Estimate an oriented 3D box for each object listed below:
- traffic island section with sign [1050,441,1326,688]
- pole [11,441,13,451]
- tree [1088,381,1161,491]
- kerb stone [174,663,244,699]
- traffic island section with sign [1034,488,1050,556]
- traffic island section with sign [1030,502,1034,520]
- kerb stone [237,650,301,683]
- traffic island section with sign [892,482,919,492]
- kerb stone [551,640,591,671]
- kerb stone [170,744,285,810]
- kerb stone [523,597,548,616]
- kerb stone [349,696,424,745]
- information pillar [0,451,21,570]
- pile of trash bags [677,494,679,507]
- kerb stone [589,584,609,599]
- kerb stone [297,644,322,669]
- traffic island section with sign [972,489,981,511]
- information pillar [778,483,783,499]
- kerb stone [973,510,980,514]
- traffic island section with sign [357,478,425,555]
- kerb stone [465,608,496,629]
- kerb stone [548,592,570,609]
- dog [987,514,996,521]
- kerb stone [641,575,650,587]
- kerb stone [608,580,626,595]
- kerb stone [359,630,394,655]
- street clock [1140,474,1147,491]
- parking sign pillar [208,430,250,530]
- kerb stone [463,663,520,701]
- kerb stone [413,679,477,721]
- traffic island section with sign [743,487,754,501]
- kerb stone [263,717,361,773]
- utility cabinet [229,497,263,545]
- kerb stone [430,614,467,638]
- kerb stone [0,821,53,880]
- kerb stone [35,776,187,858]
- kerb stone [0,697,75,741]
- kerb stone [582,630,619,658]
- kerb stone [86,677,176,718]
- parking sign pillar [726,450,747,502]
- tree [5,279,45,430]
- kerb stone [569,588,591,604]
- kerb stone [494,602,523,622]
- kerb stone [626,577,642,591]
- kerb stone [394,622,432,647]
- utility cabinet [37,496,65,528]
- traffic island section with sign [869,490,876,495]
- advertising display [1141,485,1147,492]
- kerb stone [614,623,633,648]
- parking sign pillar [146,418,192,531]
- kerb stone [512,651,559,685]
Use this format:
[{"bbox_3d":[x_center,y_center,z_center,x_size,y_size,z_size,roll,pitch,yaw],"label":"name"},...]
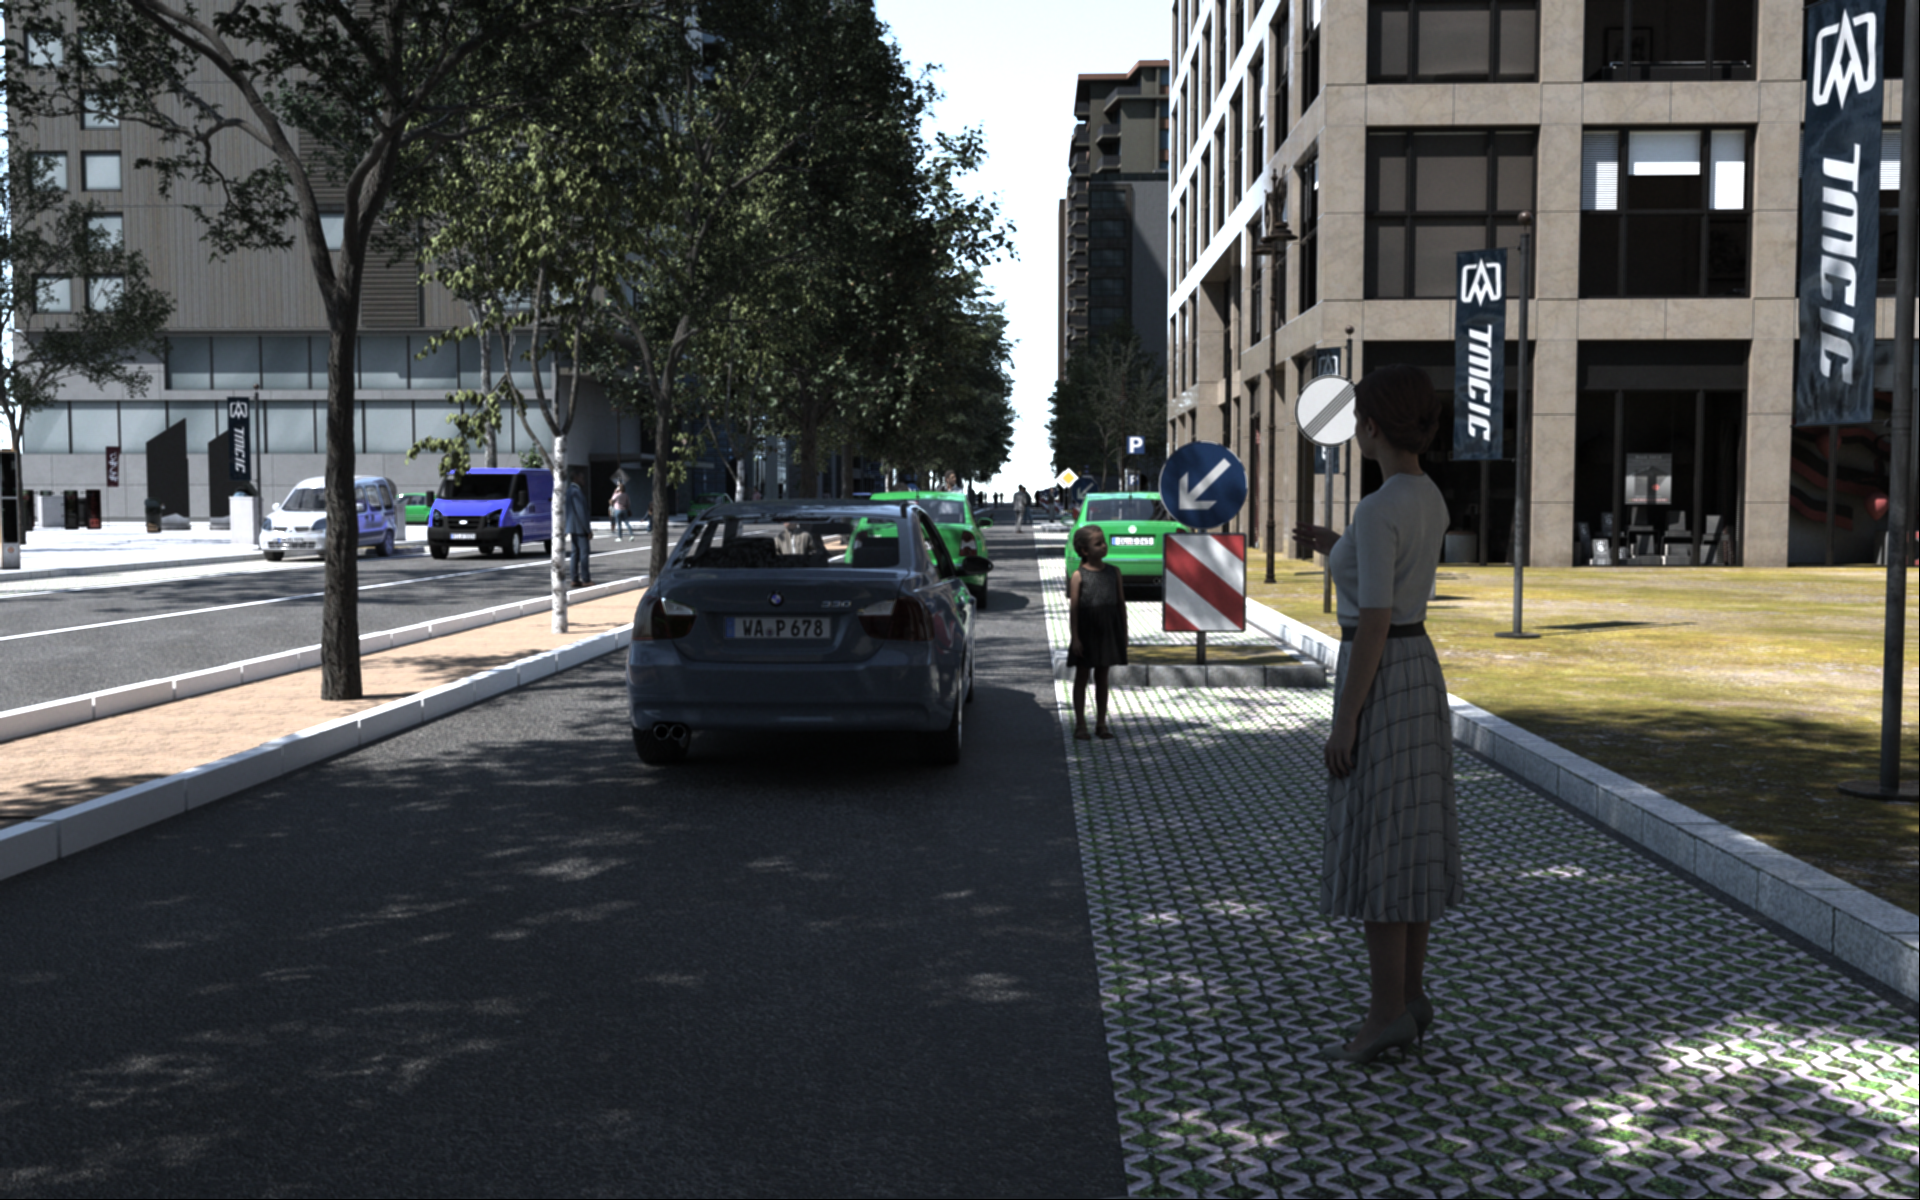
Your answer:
[{"bbox_3d":[1.741,-0.311,13.713,1.989,1.847,2.006,0,4,2],"label":"traffic island section with sign"},{"bbox_3d":[-32.806,-4.058,60.191,0.158,3.312,0.155,0,3,0],"label":"pole"},{"bbox_3d":[10.706,-9.737,109.564,4.737,8.622,4.395,0,3,0],"label":"tree"},{"bbox_3d":[-5.475,0.599,12.505,0.120,0.150,1.000,0,4,2],"label":"kerb stone"},{"bbox_3d":[2.819,-1.970,40.844,1.989,1.847,2.006,0,4,2],"label":"traffic island section with sign"},{"bbox_3d":[4.996,-5.320,95.617,1.989,1.847,2.006,0,4,2],"label":"traffic island section with sign"},{"bbox_3d":[-5.436,0.532,13.529,0.120,0.150,1.000,0,4,2],"label":"kerb stone"},{"bbox_3d":[-2.017,-3.992,73.411,2.006,1.907,1.989,0,4,2],"label":"traffic island section with sign"},{"bbox_3d":[-3.293,0.474,14.489,0.120,0.150,1.000,0,4,2],"label":"kerb stone"},{"bbox_3d":[-3.539,0.853,8.345,0.120,0.150,1.000,0,4,2],"label":"kerb stone"},{"bbox_3d":[-5.150,0.093,20.704,0.120,0.150,1.000,0,4,2],"label":"kerb stone"},{"bbox_3d":[-3.464,0.727,10.388,0.120,0.150,1.000,0,4,2],"label":"kerb stone"},{"bbox_3d":[-16.193,-1.524,29.406,0.304,2.012,0.304,3,5,42],"label":"information pillar"},{"bbox_3d":[-18.647,-5.842,105.271,3.447,1.369,1.912,1,4,18],"label":"pile of trash bags"},{"bbox_3d":[-5.035,-0.098,23.792,0.120,0.150,1.000,0,4,2],"label":"kerb stone"},{"bbox_3d":[-5.401,0.468,14.550,0.120,0.150,1.000,0,4,2],"label":"kerb stone"},{"bbox_3d":[0.948,-8.584,148.491,2.006,1.907,1.989,0,4,2],"label":"traffic island section with sign"},{"bbox_3d":[-12.436,-7.059,119.903,0.304,2.012,0.304,-1,4,-11],"label":"information pillar"},{"bbox_3d":[1.266,-6.580,129.772,0.120,0.150,1.000,0,4,2],"label":"kerb stone"},{"bbox_3d":[-13.987,-2.012,41.517,1.989,1.847,2.006,0,4,2],"label":"traffic island section with sign"},{"bbox_3d":[-5.239,0.222,18.657,0.120,0.150,1.000,0,4,2],"label":"kerb stone"},{"bbox_3d":[-5.117,0.035,21.735,0.120,0.150,1.000,0,4,2],"label":"kerb stone"},{"bbox_3d":[1.695,-4.428,92.587,0.550,0.427,0.748,1,4,8],"label":"dog"},{"bbox_3d":[-4.907,-0.285,26.863,0.120,0.150,1.000,0,4,2],"label":"kerb stone"},{"bbox_3d":[-4.992,-0.160,24.813,0.120,0.150,1.000,0,4,2],"label":"kerb stone"},{"bbox_3d":[-5.359,0.406,15.576,0.120,0.150,1.000,0,4,2],"label":"kerb stone"},{"bbox_3d":[6.576,-3.586,63.197,0.471,2.002,0.358,-1,4,-17],"label":"street clock"},{"bbox_3d":[-26.006,-4.476,61.652,1.447,3.967,1.447,-1,4,-11],"label":"parking sign pillar"},{"bbox_3d":[-3.383,0.597,12.438,0.120,0.150,1.000,0,4,2],"label":"kerb stone"},{"bbox_3d":[-3.420,0.664,11.409,0.120,0.150,1.000,0,4,2],"label":"kerb stone"},{"bbox_3d":[-11.806,-5.370,96.420,1.989,1.847,2.006,0,4,2],"label":"traffic island section with sign"},{"bbox_3d":[-3.506,0.785,9.366,0.120,0.150,1.000,0,4,2],"label":"kerb stone"},{"bbox_3d":[-18.069,-2.001,43.879,1.020,1.237,0.306,2,4,34],"label":"utility cabinet"},{"bbox_3d":[-5.273,0.280,17.634,0.120,0.150,1.000,0,4,2],"label":"kerb stone"},{"bbox_3d":[-3.623,0.975,6.299,0.120,0.150,1.000,0,4,2],"label":"kerb stone"},{"bbox_3d":[-3.581,0.910,7.320,0.120,0.150,1.000,0,4,2],"label":"kerb stone"},{"bbox_3d":[-5.565,0.720,10.453,0.120,0.150,1.000,0,4,2],"label":"kerb stone"},{"bbox_3d":[-3.260,0.409,15.511,0.120,0.150,1.000,0,4,2],"label":"kerb stone"},{"bbox_3d":[-5.522,0.657,11.477,0.120,0.150,1.000,0,4,2],"label":"kerb stone"},{"bbox_3d":[-13.779,-7.240,106.843,1.447,3.967,1.447,2,4,25],"label":"parking sign pillar"},{"bbox_3d":[-30.116,-6.263,52.755,4.360,8.622,3.978,0,3,0],"label":"tree"},{"bbox_3d":[-5.070,-0.035,22.770,0.120,0.150,1.000,0,4,2],"label":"kerb stone"},{"bbox_3d":[-5.196,0.154,19.678,0.120,0.150,1.000,0,4,2],"label":"kerb stone"},{"bbox_3d":[-4.956,-0.220,25.841,0.120,0.150,1.000,0,4,2],"label":"kerb stone"},{"bbox_3d":[-5.320,0.350,16.602,0.120,0.150,1.000,0,4,2],"label":"kerb stone"},{"bbox_3d":[-34.723,-3.367,66.212,0.306,1.237,1.020,2,4,24],"label":"utility cabinet"},{"bbox_3d":[-8.743,-10.096,173.691,1.989,1.847,2.006,0,4,2],"label":"traffic island section with sign"},{"bbox_3d":[12.555,-6.996,119.590,0.123,1.923,0.974,-2,4,-33],"label":"advertising display"},{"bbox_3d":[-3.215,0.346,16.537,0.120,0.150,1.000,0,4,2],"label":"kerb stone"},{"bbox_3d":[-28.052,-4.456,61.330,1.447,3.967,1.447,-1,4,-15],"label":"parking sign pillar"},{"bbox_3d":[-3.336,0.534,13.462,0.120,0.150,1.000,0,4,2],"label":"kerb stone"}]
